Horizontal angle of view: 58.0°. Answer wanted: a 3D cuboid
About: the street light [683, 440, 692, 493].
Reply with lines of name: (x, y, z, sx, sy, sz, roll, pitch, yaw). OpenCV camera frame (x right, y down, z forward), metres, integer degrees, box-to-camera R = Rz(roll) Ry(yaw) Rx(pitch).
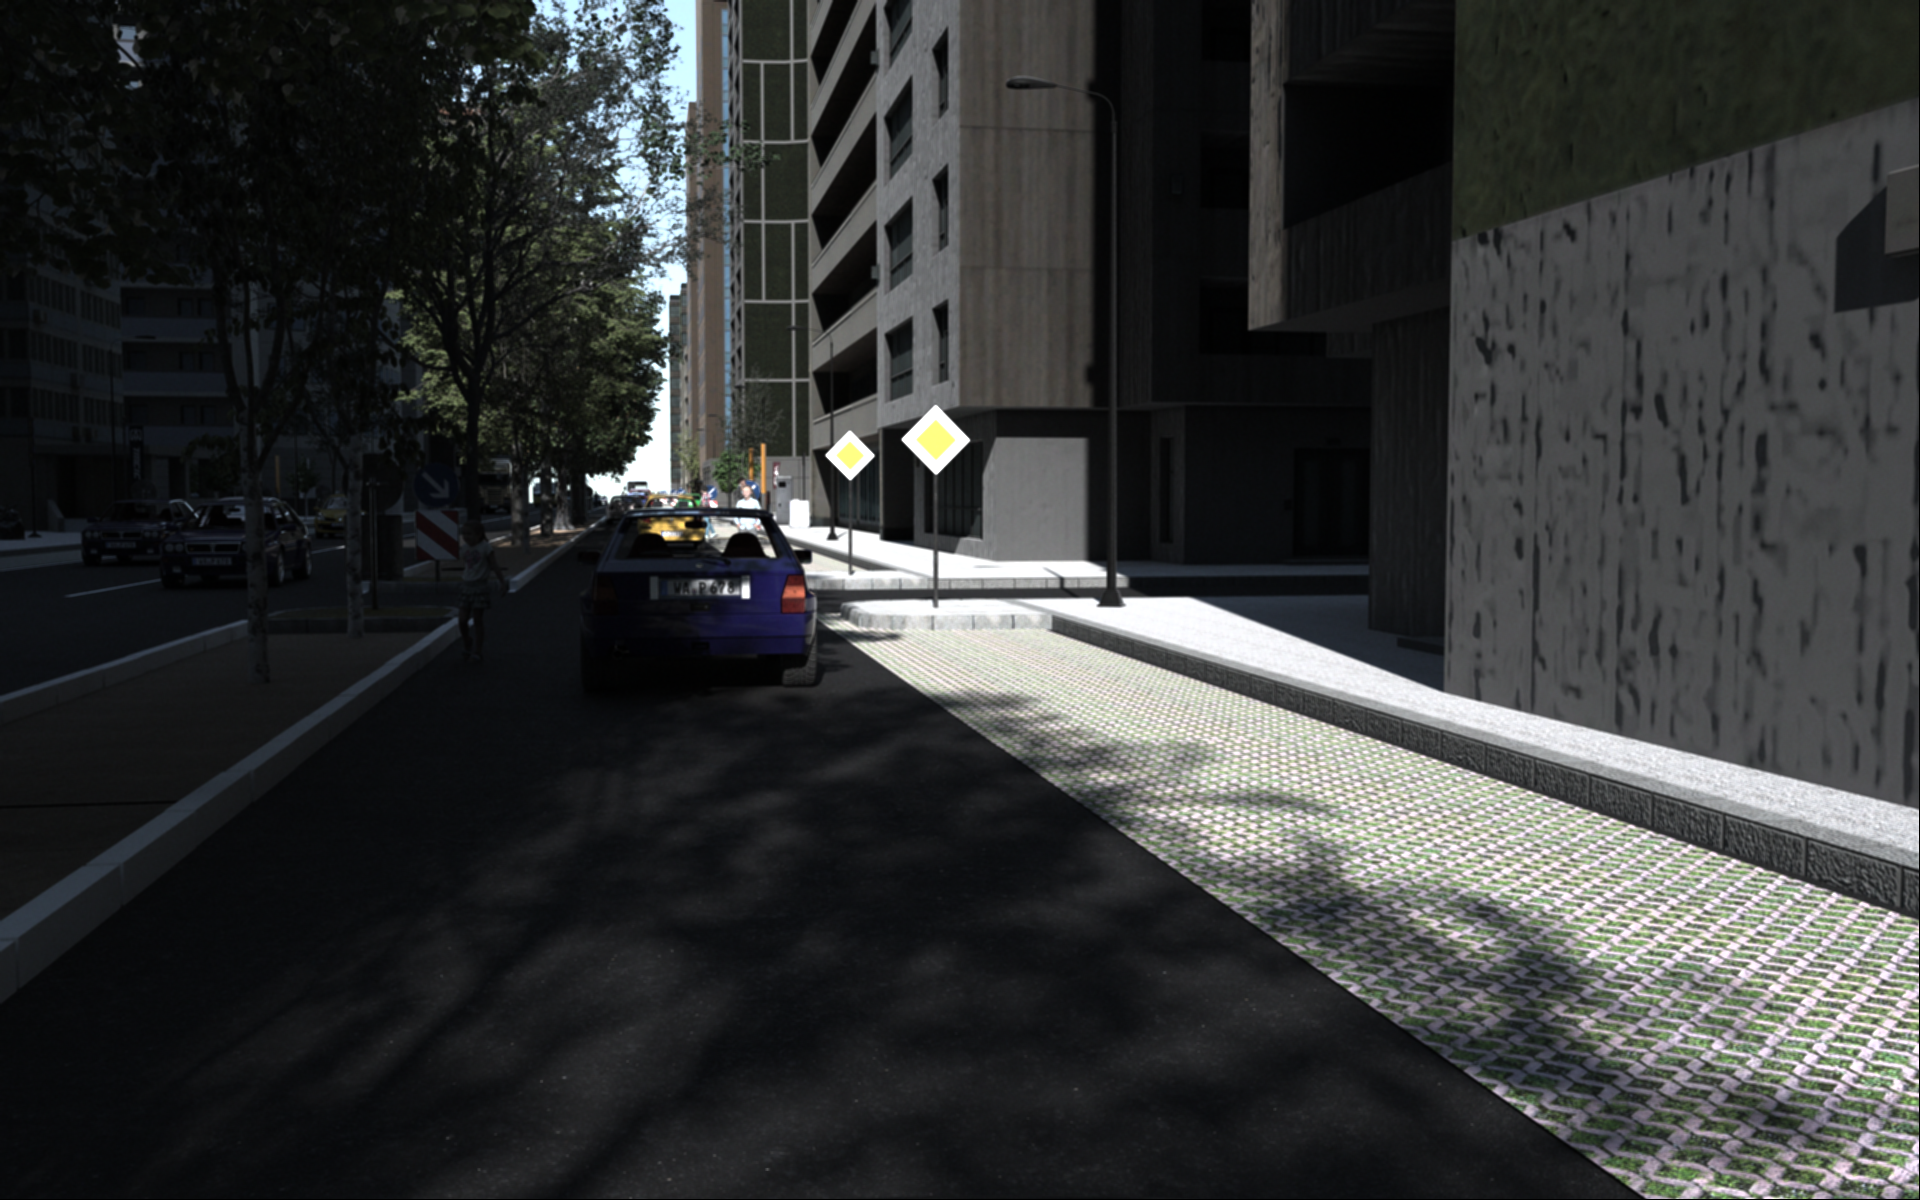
street light: (-22.967, -10.836, 149.708, 1.470, 5.913, 1.316, -1, 4, -10)

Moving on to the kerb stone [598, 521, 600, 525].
kerb stone: (-15.908, -3.263, 75.579, 0.120, 0.150, 1.000, -1, 4, -10)

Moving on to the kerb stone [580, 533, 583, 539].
kerb stone: (-11.782, -1.906, 53.401, 0.120, 0.150, 1.000, -1, 4, -10)

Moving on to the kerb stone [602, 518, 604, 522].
kerb stone: (-17.393, -3.757, 83.629, 0.120, 0.150, 1.000, -1, 4, -10)

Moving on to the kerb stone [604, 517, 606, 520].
kerb stone: (-18.141, -4.004, 87.663, 0.120, 0.150, 1.000, -1, 4, -10)

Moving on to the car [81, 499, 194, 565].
car: (-16.996, -1.439, 36.116, 1.945, 1.354, 3.894, -1, 4, -12)

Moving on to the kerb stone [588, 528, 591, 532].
kerb stone: (-13.280, -2.395, 61.473, 0.120, 0.150, 1.000, -1, 4, -10)

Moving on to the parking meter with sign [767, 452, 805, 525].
parking meter with sign: (-7.285, -4.614, 71.694, 1.738, 3.016, 0.543, 0, 4, -3)

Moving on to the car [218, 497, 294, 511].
car: (-18.093, -1.925, 43.837, 2.083, 1.381, 4.827, -1, 4, -9)

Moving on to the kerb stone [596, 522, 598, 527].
kerb stone: (-15.331, -3.080, 72.559, 0.120, 0.150, 1.000, -1, 4, -10)

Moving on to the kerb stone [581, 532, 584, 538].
kerb stone: (-11.968, -1.970, 54.405, 0.120, 0.150, 1.000, -1, 4, -10)

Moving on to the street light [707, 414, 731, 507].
street light: (-13.991, -7.863, 101.099, 1.470, 5.913, 1.316, -1, 4, -10)

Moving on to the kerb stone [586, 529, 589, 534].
kerb stone: (-12.902, -2.278, 59.450, 0.120, 0.150, 1.000, -1, 4, -10)

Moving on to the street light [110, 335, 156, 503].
street light: (-24.153, -4.773, 50.581, 1.470, 5.913, 1.316, -1, 4, -10)

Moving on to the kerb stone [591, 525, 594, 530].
kerb stone: (-14.023, -2.647, 65.500, 0.120, 0.150, 1.000, -1, 4, -10)

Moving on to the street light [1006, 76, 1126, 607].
street light: (1.199, -2.875, 19.541, 1.470, 5.913, 1.316, -1, 4, -10)

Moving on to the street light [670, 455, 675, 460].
street light: (-33.227, -14.204, 204.780, 1.470, 5.913, 1.316, -1, 4, -10)

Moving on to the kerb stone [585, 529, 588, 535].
kerb stone: (-12.711, -2.216, 58.431, 0.120, 0.150, 1.000, -1, 4, -10)

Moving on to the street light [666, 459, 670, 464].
street light: (-38.278, -15.870, 232.016, 1.470, 5.913, 1.316, -1, 4, -10)

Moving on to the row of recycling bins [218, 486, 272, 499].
row of recycling bins: (-37.866, -5.106, 90.603, 3.534, 1.692, 1.069, -1, 4, -17)

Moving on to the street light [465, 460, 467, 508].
street light: (-43.417, -11.104, 154.097, 1.470, 5.913, 1.316, -1, 4, -10)

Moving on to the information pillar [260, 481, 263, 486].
information pillar: (-38.475, -5.540, 95.078, 0.304, 2.012, 0.304, 1, 4, 9)

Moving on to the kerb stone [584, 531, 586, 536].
kerb stone: (-12.333, -2.091, 56.422, 0.120, 0.150, 1.000, -1, 4, -10)

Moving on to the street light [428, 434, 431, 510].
street light: (-38.362, -9.441, 126.907, 1.470, 5.913, 1.316, -1, 4, -10)

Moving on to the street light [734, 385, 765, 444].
street light: (-8.959, -6.224, 74.304, 1.470, 5.913, 1.316, -1, 4, -10)

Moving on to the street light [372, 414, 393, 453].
street light: (-33.302, -7.790, 99.907, 1.470, 5.913, 1.316, -1, 4, -10)

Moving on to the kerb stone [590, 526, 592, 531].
kerb stone: (-13.650, -2.520, 63.490, 0.120, 0.150, 1.000, -1, 4, -10)

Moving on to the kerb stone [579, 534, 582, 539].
kerb stone: (-11.589, -1.847, 52.392, 0.120, 0.150, 1.000, -1, 4, -10)

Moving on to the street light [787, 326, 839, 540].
street light: (-4.091, -4.618, 48.040, 1.470, 5.913, 1.316, -1, 4, -10)

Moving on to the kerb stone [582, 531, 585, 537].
kerb stone: (-12.149, -2.028, 55.413, 0.120, 0.150, 1.000, -1, 4, -10)

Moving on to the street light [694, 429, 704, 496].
street light: (-18.057, -9.230, 123.452, 1.470, 5.913, 1.316, -1, 4, -10)

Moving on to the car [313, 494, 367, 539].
car: (-20.194, -2.871, 57.162, 2.015, 1.641, 3.980, -1, 4, -12)

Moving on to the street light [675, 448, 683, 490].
street light: (-27.954, -12.473, 176.469, 1.470, 5.913, 1.316, -1, 4, -10)

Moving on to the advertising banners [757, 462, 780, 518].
advertising banners: (-10.491, -5.966, 93.725, 0.090, 3.025, 2.074, 3, 5, 43)

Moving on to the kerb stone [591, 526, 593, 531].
kerb stone: (-13.832, -2.587, 64.496, 0.120, 0.150, 1.000, -1, 4, -10)

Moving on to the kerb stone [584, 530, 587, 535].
kerb stone: (-12.524, -2.154, 57.426, 0.120, 0.150, 1.000, -1, 4, -10)

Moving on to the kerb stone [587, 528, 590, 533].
kerb stone: (-13.084, -2.341, 60.463, 0.120, 0.150, 1.000, -1, 4, -10)

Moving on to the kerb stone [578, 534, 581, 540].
kerb stone: (-11.400, -1.784, 51.381, 0.120, 0.150, 1.000, -1, 4, -10)

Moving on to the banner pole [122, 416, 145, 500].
banner pole: (-26.536, -4.007, 55.531, 0.863, 3.779, 0.401, 0, 4, 2)

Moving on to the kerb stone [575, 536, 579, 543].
kerb stone: (-11.023, -1.662, 49.365, 0.120, 0.150, 1.000, -1, 4, -10)

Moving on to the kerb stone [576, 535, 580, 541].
kerb stone: (-11.217, -1.724, 50.375, 0.120, 0.150, 1.000, -1, 4, -10)

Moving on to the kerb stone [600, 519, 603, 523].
kerb stone: (-16.827, -3.573, 80.607, 0.120, 0.150, 1.000, -1, 4, -10)

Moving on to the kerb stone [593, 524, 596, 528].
kerb stone: (-14.590, -2.833, 68.517, 0.120, 0.150, 1.000, -1, 4, -10)

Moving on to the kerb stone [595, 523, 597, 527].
kerb stone: (-14.959, -2.957, 70.538, 0.120, 0.150, 1.000, -1, 4, -10)

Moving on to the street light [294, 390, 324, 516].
street light: (-29.199, -6.428, 77.634, 1.470, 5.913, 1.316, -1, 4, -10)

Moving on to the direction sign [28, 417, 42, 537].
direction sign: (-27.440, -3.624, 51.254, 0.379, 3.537, 0.876, -1, 4, -20)

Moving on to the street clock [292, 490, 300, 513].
street clock: (-31.633, -4.769, 82.536, 0.471, 2.002, 0.358, -2, 4, -34)
